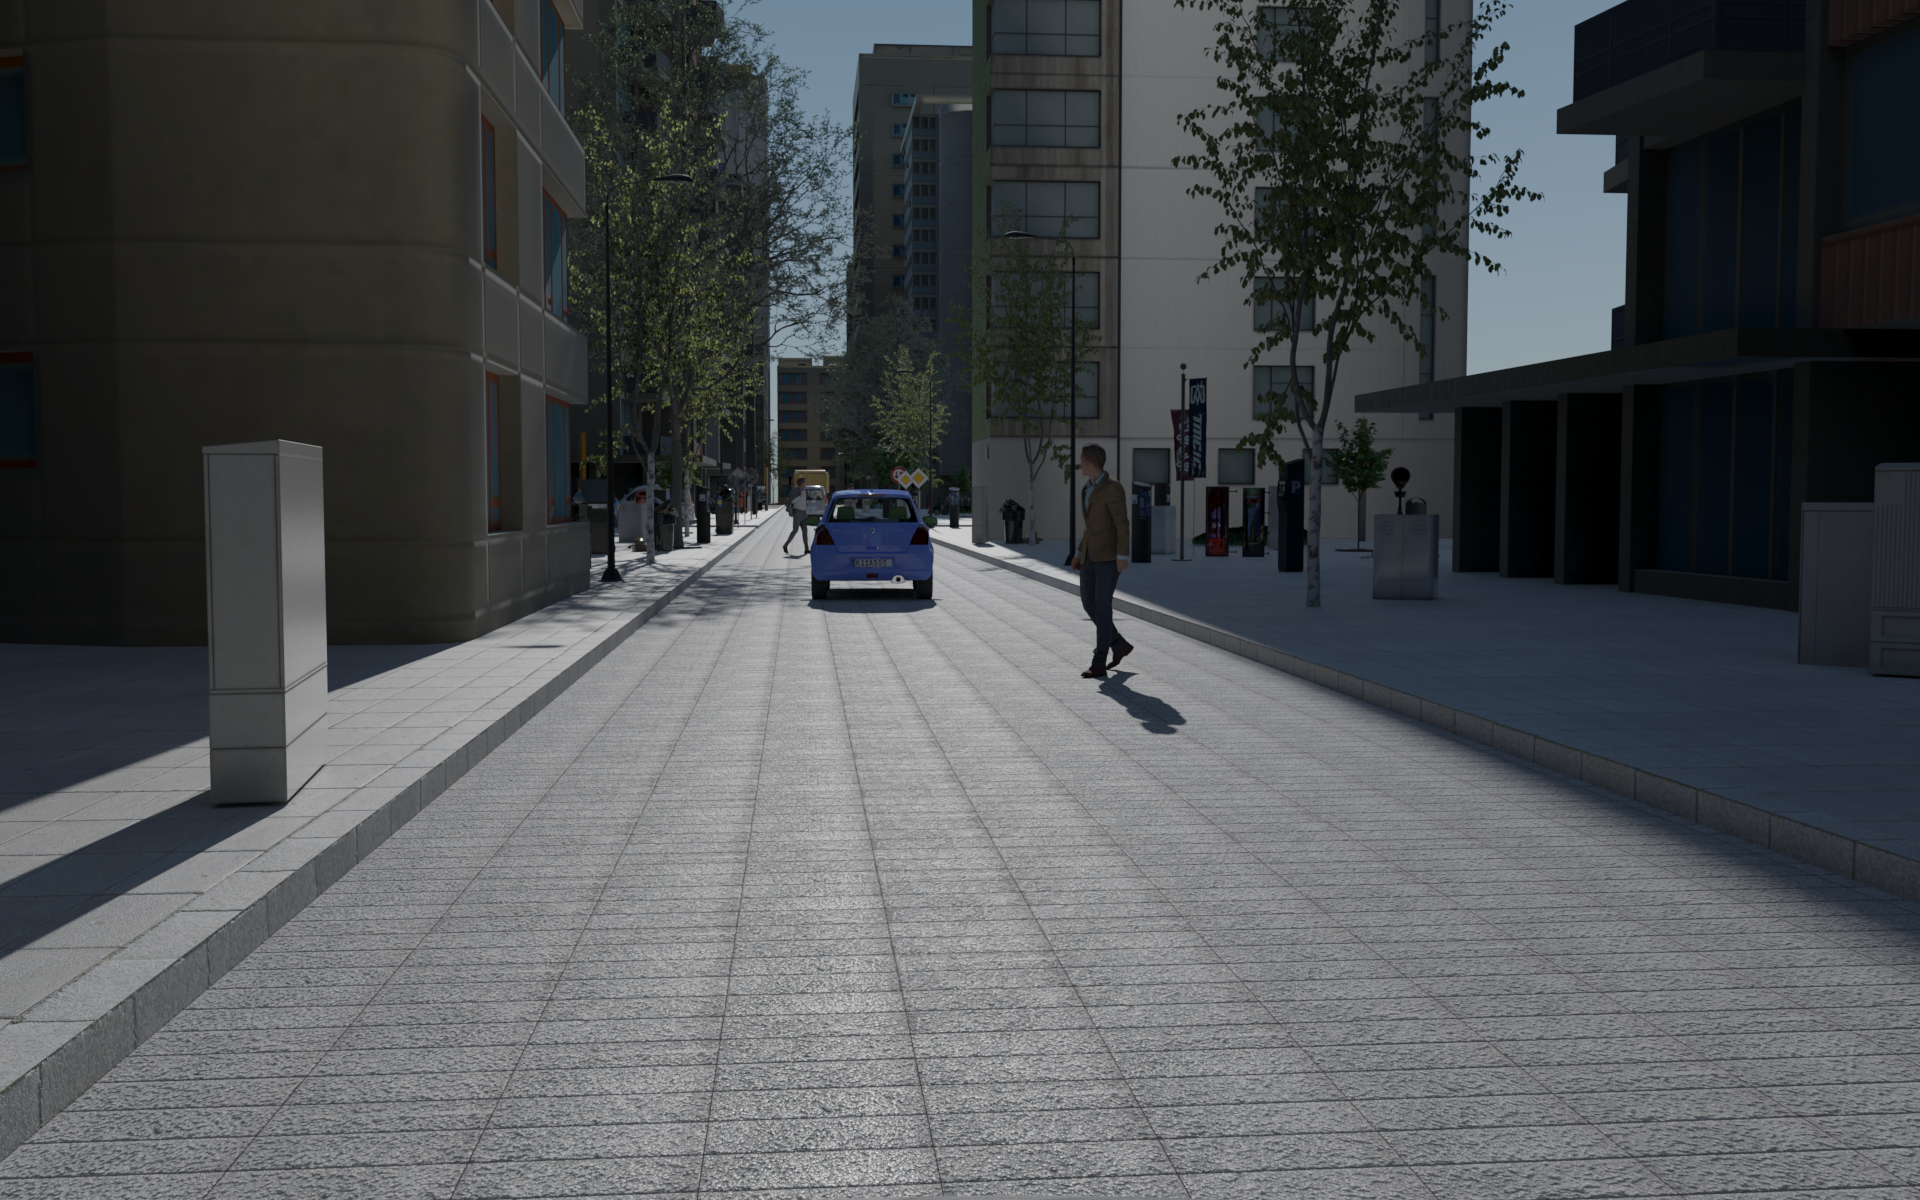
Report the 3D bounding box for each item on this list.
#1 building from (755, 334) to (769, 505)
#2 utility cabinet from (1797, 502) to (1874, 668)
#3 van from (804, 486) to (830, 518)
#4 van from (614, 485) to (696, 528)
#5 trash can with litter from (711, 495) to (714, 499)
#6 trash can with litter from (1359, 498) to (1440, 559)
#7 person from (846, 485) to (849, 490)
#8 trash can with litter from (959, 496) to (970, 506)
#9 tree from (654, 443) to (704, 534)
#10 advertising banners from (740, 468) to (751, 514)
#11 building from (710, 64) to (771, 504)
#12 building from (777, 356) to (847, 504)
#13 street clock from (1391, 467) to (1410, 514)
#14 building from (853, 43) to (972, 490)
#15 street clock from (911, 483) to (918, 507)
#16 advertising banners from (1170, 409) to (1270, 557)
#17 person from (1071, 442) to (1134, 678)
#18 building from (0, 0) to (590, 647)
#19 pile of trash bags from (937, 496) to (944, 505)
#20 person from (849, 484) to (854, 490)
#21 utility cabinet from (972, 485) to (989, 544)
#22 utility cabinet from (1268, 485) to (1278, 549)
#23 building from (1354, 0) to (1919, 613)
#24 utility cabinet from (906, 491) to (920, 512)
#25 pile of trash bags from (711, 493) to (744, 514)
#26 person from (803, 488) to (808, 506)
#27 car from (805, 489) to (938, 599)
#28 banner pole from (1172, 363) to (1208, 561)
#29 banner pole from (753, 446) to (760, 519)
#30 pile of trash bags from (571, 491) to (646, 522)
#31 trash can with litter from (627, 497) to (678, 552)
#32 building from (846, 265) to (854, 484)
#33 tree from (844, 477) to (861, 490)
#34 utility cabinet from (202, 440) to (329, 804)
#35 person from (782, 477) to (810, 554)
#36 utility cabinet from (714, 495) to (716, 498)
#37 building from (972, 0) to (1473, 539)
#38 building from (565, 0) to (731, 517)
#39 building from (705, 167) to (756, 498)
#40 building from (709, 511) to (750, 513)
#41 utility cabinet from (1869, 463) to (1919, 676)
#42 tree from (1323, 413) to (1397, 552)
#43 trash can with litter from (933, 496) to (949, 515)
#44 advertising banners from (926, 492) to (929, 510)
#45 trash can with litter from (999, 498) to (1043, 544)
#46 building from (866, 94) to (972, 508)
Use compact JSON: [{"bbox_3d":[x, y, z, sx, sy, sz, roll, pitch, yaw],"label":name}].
[{"bbox_3d":[-37.860,-22.221,208.348,28.899,21.520,27.650,0,4,-5],"label":"building"},{"bbox_3d":[6.818,-0.104,12.865,1.020,1.237,0.306,2,4,34],"label":"utility cabinet"},{"bbox_3d":[-7.670,-5.072,89.935,2.013,2.044,4.112,0,4,-4],"label":"van"},{"bbox_3d":[-12.753,-3.841,69.809,4.112,2.044,2.013,0,4,-4],"label":"van"},{"bbox_3d":[-20.701,-8.027,142.633,1.055,1.170,0.624,1,4,19],"label":"trash can with litter"},{"bbox_3d":[8.868,-1.471,35.114,2.233,1.210,1.678,-2,4,-28],"label":"trash can with litter"},{"bbox_3d":[-4.730,-3.946,73.039,0.654,1.822,0.581,-2,4,-27],"label":"person"},{"bbox_3d":[0.192,-7.392,132.239,1.055,1.170,0.624,-1,4,-14],"label":"trash can with litter"},{"bbox_3d":[-9.200,-3.766,56.182,1.663,3.219,1.824,0,3,0],"label":"tree"},{"bbox_3d":[-14.113,-7.211,114.086,0.090,3.025,2.074,1,4,14],"label":"advertising banners"},{"bbox_3d":[-40.520,-42.698,240.118,28.212,58.520,21.231,0,4,-5],"label":"building"},{"bbox_3d":[-11.413,-24.622,247.616,28.899,21.520,27.650,0,4,-5],"label":"building"},{"bbox_3d":[11.795,-2.560,46.420,0.471,2.002,0.358,0,4,-3],"label":"street clock"},{"bbox_3d":[-0.394,-34.313,184.717,21.300,48.544,21.600,0,4,-5],"label":"building"},{"bbox_3d":[-2.091,-4.646,80.531,0.358,2.002,0.471,-2,4,-23],"label":"street clock"},{"bbox_3d":[5.296,-2.399,35.416,2.074,3.025,0.090,1,4,22],"label":"advertising banners"},{"bbox_3d":[1.123,-0.331,13.818,0.656,1.842,0.836,2,4,34],"label":"person"},{"bbox_3d":[-17.493,-9.930,7.397,27.650,21.520,28.899,0,4,-5],"label":"building"},{"bbox_3d":[-0.853,-8.446,147.846,1.912,1.369,3.447,1,4,16],"label":"pile of trash bags"},{"bbox_3d":[-3.945,-3.304,62.695,0.511,1.800,0.466,-2,4,-28],"label":"person"},{"bbox_3d":[0.515,-2.203,44.705,0.318,1.500,1.173,1,4,8],"label":"utility cabinet"},{"bbox_3d":[7.391,-1.900,39.740,0.318,1.500,1.173,-1,4,-9],"label":"utility cabinet"},{"bbox_3d":[18.880,-22.086,15.731,22.147,44.769,28.867,0,4,-5],"label":"building"},{"bbox_3d":[-3.389,-6.996,123.063,1.173,1.500,0.318,2,4,35],"label":"utility cabinet"},{"bbox_3d":[-15.408,-6.179,110.786,3.447,1.369,1.912,1,4,16],"label":"pile of trash bags"},{"bbox_3d":[-7.420,-4.498,81.411,0.474,1.900,0.648,1,4,10],"label":"person"},{"bbox_3d":[-1.271,-0.935,24.884,1.945,1.707,3.694,0,4,-3],"label":"car"},{"bbox_3d":[4.413,-2.632,33.050,0.401,3.779,0.863,-3,4,-38],"label":"banner pole"},{"bbox_3d":[-10.715,-6.175,90.973,0.401,3.779,0.863,0,4,-8],"label":"banner pole"},{"bbox_3d":[-11.305,-2.715,54.136,3.447,1.369,1.912,-1,4,-11],"label":"pile of trash bags"},{"bbox_3d":[-6.861,-1.669,38.679,1.055,1.170,0.624,-2,4,-25],"label":"trash can with litter"},{"bbox_3d":[-7.238,-27.233,216.955,14.160,30.474,14.107,0,4,-5],"label":"building"},{"bbox_3d":[-10.625,-10.734,170.094,1.663,3.219,1.824,0,3,0],"label":"tree"},{"bbox_3d":[-3.038,0.066,7.603,0.318,1.500,1.173,-1,4,-12],"label":"utility cabinet"},{"bbox_3d":[-3.878,-2.007,41.418,0.850,1.850,0.679,2,4,24],"label":"person"},{"bbox_3d":[-20.285,-8.282,146.579,1.020,1.237,0.306,1,4,15],"label":"utility cabinet"},{"bbox_3d":[7.208,-22.727,55.177,14.154,41.232,14.086,0,4,-5],"label":"building"},{"bbox_3d":[-23.368,-26.559,88.860,22.147,44.769,28.867,0,4,-5],"label":"building"},{"bbox_3d":[-25.601,-23.455,155.198,14.160,30.474,14.107,0,4,-5],"label":"building"},{"bbox_3d":[-31.479,-26.461,124.516,32.217,40.220,23.993,0,4,-5],"label":"building"},{"bbox_3d":[6.946,-0.198,11.908,1.173,1.500,0.318,2,4,34],"label":"utility cabinet"},{"bbox_3d":[8.986,-2.693,38.632,1.663,3.219,1.824,0,3,0],"label":"tree"},{"bbox_3d":[-1.103,-5.681,104.269,1.055,1.170,0.624,-1,4,-12],"label":"trash can with litter"},{"bbox_3d":[-2.549,-8.832,140.584,0.090,3.025,2.074,1,4,9],"label":"advertising banners"},{"bbox_3d":[1.576,-2.042,44.766,1.055,1.170,0.624,-2,4,-27],"label":"trash can with litter"},{"bbox_3d":[7.457,-28.782,162.462,32.217,40.220,23.993,0,4,-5],"label":"building"}]
